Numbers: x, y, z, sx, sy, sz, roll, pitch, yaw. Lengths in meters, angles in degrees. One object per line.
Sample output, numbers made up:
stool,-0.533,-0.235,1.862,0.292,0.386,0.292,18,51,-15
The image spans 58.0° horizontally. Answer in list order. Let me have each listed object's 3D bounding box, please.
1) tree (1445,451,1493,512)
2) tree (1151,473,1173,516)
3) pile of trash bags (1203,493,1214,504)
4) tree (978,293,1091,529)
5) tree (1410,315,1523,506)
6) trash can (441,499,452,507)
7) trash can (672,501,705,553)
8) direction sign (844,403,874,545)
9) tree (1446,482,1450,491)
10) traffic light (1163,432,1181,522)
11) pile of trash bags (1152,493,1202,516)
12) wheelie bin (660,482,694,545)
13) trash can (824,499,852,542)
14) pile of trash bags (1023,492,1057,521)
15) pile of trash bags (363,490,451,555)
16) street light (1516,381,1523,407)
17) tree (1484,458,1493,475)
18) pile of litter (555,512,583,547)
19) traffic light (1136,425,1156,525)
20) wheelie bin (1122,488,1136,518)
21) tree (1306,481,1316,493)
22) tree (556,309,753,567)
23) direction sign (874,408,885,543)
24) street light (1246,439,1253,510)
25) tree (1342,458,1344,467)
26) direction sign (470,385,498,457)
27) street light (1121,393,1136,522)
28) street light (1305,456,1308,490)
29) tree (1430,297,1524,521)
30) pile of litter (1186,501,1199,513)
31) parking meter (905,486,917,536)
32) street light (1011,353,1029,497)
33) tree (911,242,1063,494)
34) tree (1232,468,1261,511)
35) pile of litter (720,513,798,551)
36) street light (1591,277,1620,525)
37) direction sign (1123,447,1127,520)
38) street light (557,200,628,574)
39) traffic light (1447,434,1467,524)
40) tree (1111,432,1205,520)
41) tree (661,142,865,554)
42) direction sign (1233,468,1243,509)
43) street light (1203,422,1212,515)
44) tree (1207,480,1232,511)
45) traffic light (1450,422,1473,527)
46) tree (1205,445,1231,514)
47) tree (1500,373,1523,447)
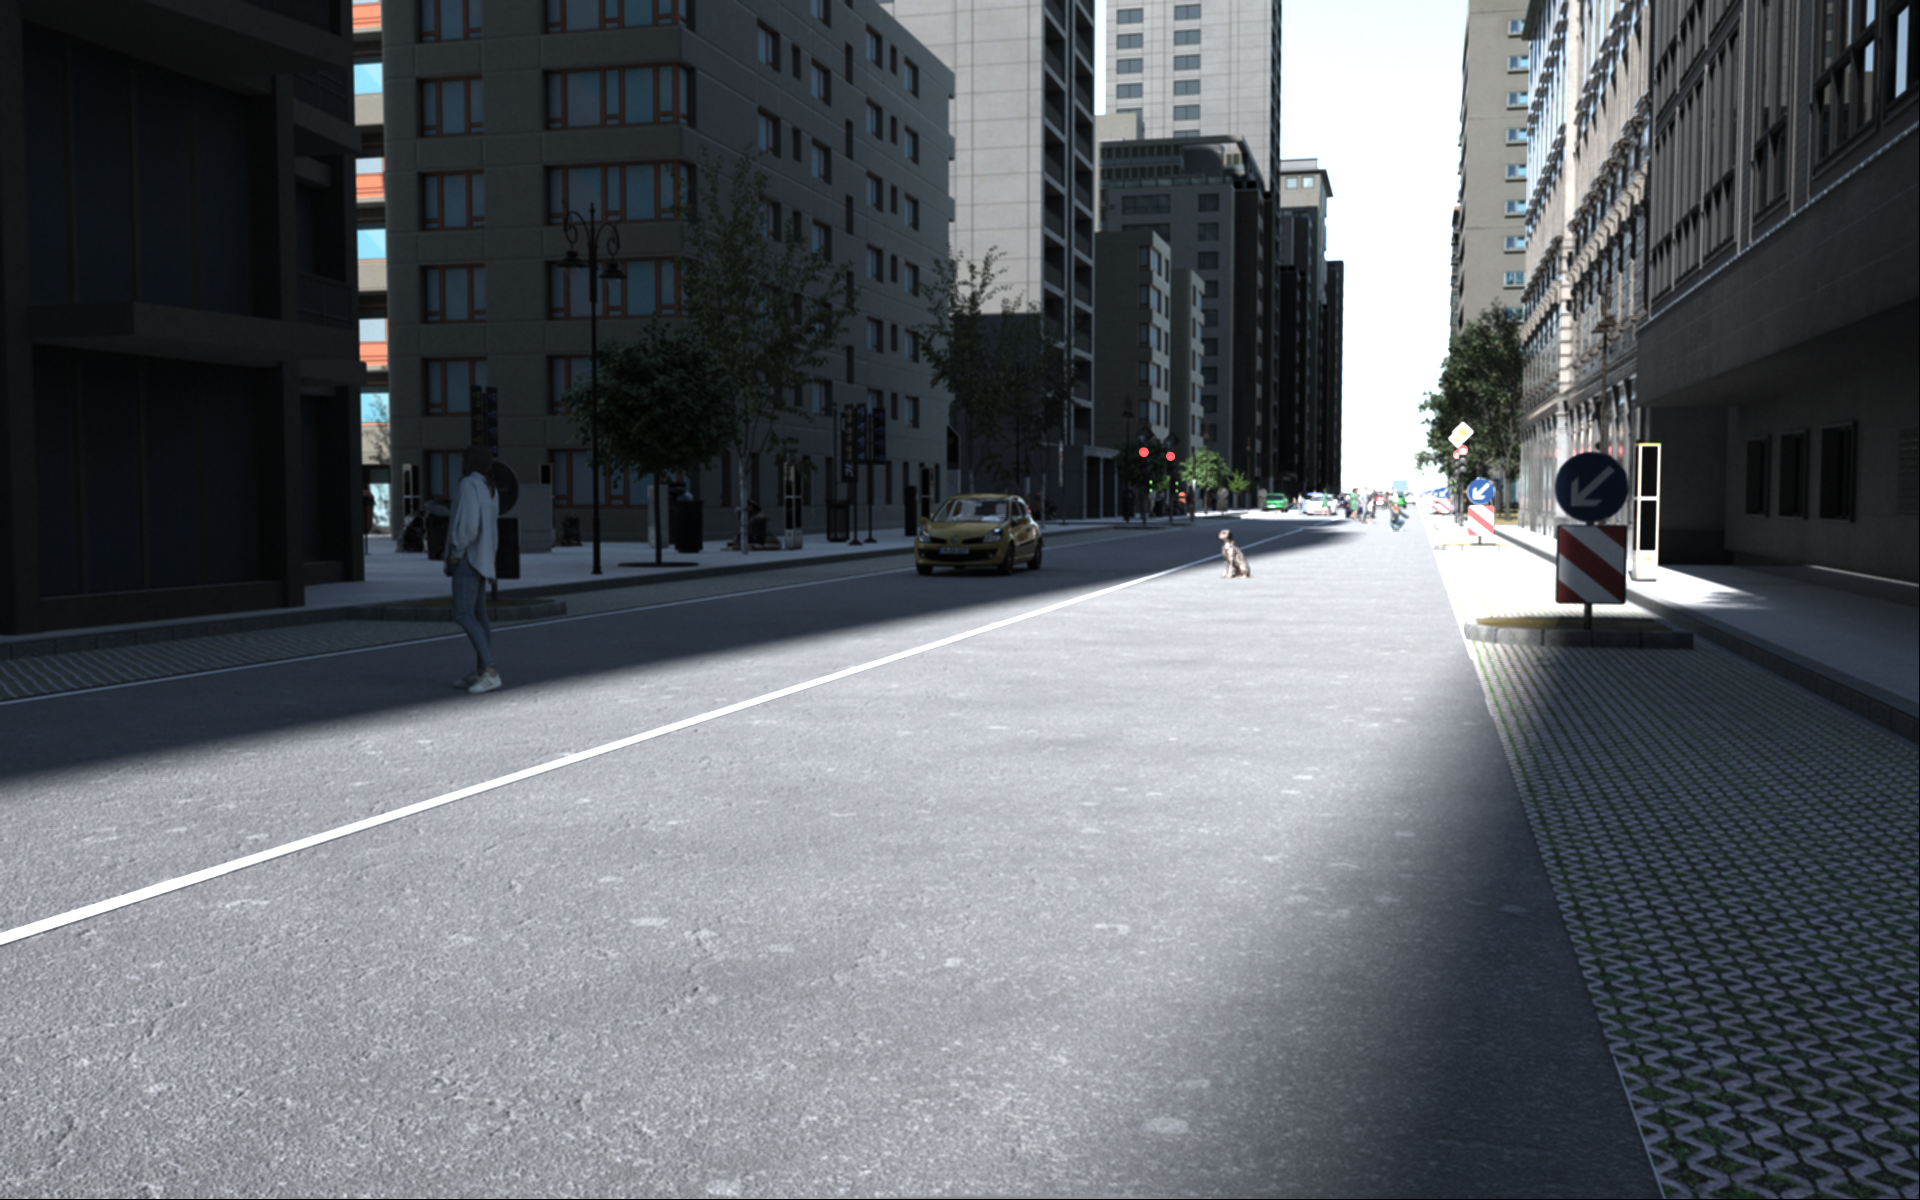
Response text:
tree,37.452,-8.800,127.593,4.285,4.588,4.351,0,3,0
tree,11.463,-6.448,100.028,1.663,3.219,1.824,0,3,0
pile of trash bags,19.943,-8.300,145.453,3.447,1.369,1.912,3,5,40
tree,2.919,-6.937,63.783,4.360,8.622,3.978,0,3,0
tree,33.480,-11.871,111.097,9.611,12.733,9.660,0,3,0
trash can,-13.406,-2.071,45.520,0.748,1.137,0.748,0,3,0
trash can,-5.931,-1.602,37.849,0.748,1.137,0.748,0,3,0
direction sign,-2.631,-3.151,43.513,0.379,3.537,0.876,-3,5,-39
tree,64.765,-14.296,228.347,1.663,3.219,1.824,0,3,0
traffic light,9.585,-5.473,78.408,0.839,4.253,0.868,1,4,15
pile of trash bags,12.700,-5.696,102.886,1.912,1.369,3.447,2,4,28
wheelie bin,-7.263,-2.213,44.096,0.980,1.594,0.693,-1,4,-18
trash can,-3.260,-2.119,46.297,0.748,1.137,0.748,0,3,0
pile of trash bags,3.688,-4.447,82.463,1.912,1.369,3.447,0,4,-3
pile of trash bags,-11.713,-1.718,37.841,3.447,1.369,1.912,-3,5,-42
street light,21.518,-5.716,66.239,0.468,5.910,1.993,1,4,15
tree,41.142,-11.507,138.494,4.360,8.622,3.978,0,3,0
pile of litter,-9.881,-1.768,42.866,1.176,0.858,1.719,0,4,1
traffic light,7.560,-5.001,70.682,0.839,4.253,0.868,1,4,15
wheelie bin,9.180,-5.289,94.378,0.693,1.594,0.980,-1,4,-12
tree,45.939,-14.188,226.566,1.663,3.219,1.824,0,3,0
tree,-5.463,-2.896,31.065,4.285,4.588,4.351,0,3,0
direction sign,-2.368,-3.278,45.589,0.876,3.537,0.379,-2,4,-27
street light,22.847,-10.049,137.088,0.468,5.910,1.993,1,4,15
tree,65.577,-21.724,305.542,4.360,8.622,3.978,0,3,0
direction sign,-10.004,-2.721,36.491,0.379,3.537,0.876,1,4,20
street light,7.686,-6.513,79.278,0.468,5.910,1.993,1,4,15
street light,42.227,-14.582,211.197,0.468,5.910,1.993,1,4,15
tree,25.903,-9.061,82.563,7.601,10.594,8.767,-1,4,-14
pile of litter,15.723,-6.464,119.652,1.176,0.858,1.719,-3,4,-38
parking meter,-1.497,-2.719,52.867,0.372,1.533,0.369,0,3,0
street light,1.902,-5.147,56.948,0.468,5.910,1.993,1,4,15
tree,0.567,-6.164,51.150,4.737,8.622,4.395,0,3,0
tree,23.951,-9.147,144.159,1.663,3.219,1.824,0,3,0
pile of litter,-4.557,-1.557,39.425,1.719,0.858,1.176,0,4,6
street light,13.793,-3.935,37.127,0.468,5.910,1.993,1,4,15
direction sign,8.092,-5.643,84.263,0.379,3.537,0.876,0,4,1
street light,-5.824,-3.353,27.603,0.468,5.910,1.993,1,4,15
traffic light,21.596,-5.282,75.287,0.839,4.253,0.868,1,4,15
tree,9.294,-6.374,87.927,4.285,4.588,4.351,0,3,0
tree,-4.436,-5.268,36.486,4.737,8.622,4.395,0,3,0
direction sign,23.932,-9.617,149.229,0.876,3.537,0.379,2,4,27
street light,15.400,-8.277,108.124,0.468,5.910,1.993,1,4,15
tree,19.625,-8.535,134.147,1.663,3.219,1.824,0,3,0
traffic light,19.571,-4.810,67.562,0.839,4.253,0.868,1,4,15
tree,16.023,-7.883,112.598,4.285,4.588,4.351,0,3,0
tree,30.991,-8.708,92.744,4.360,8.622,3.978,0,3,0
